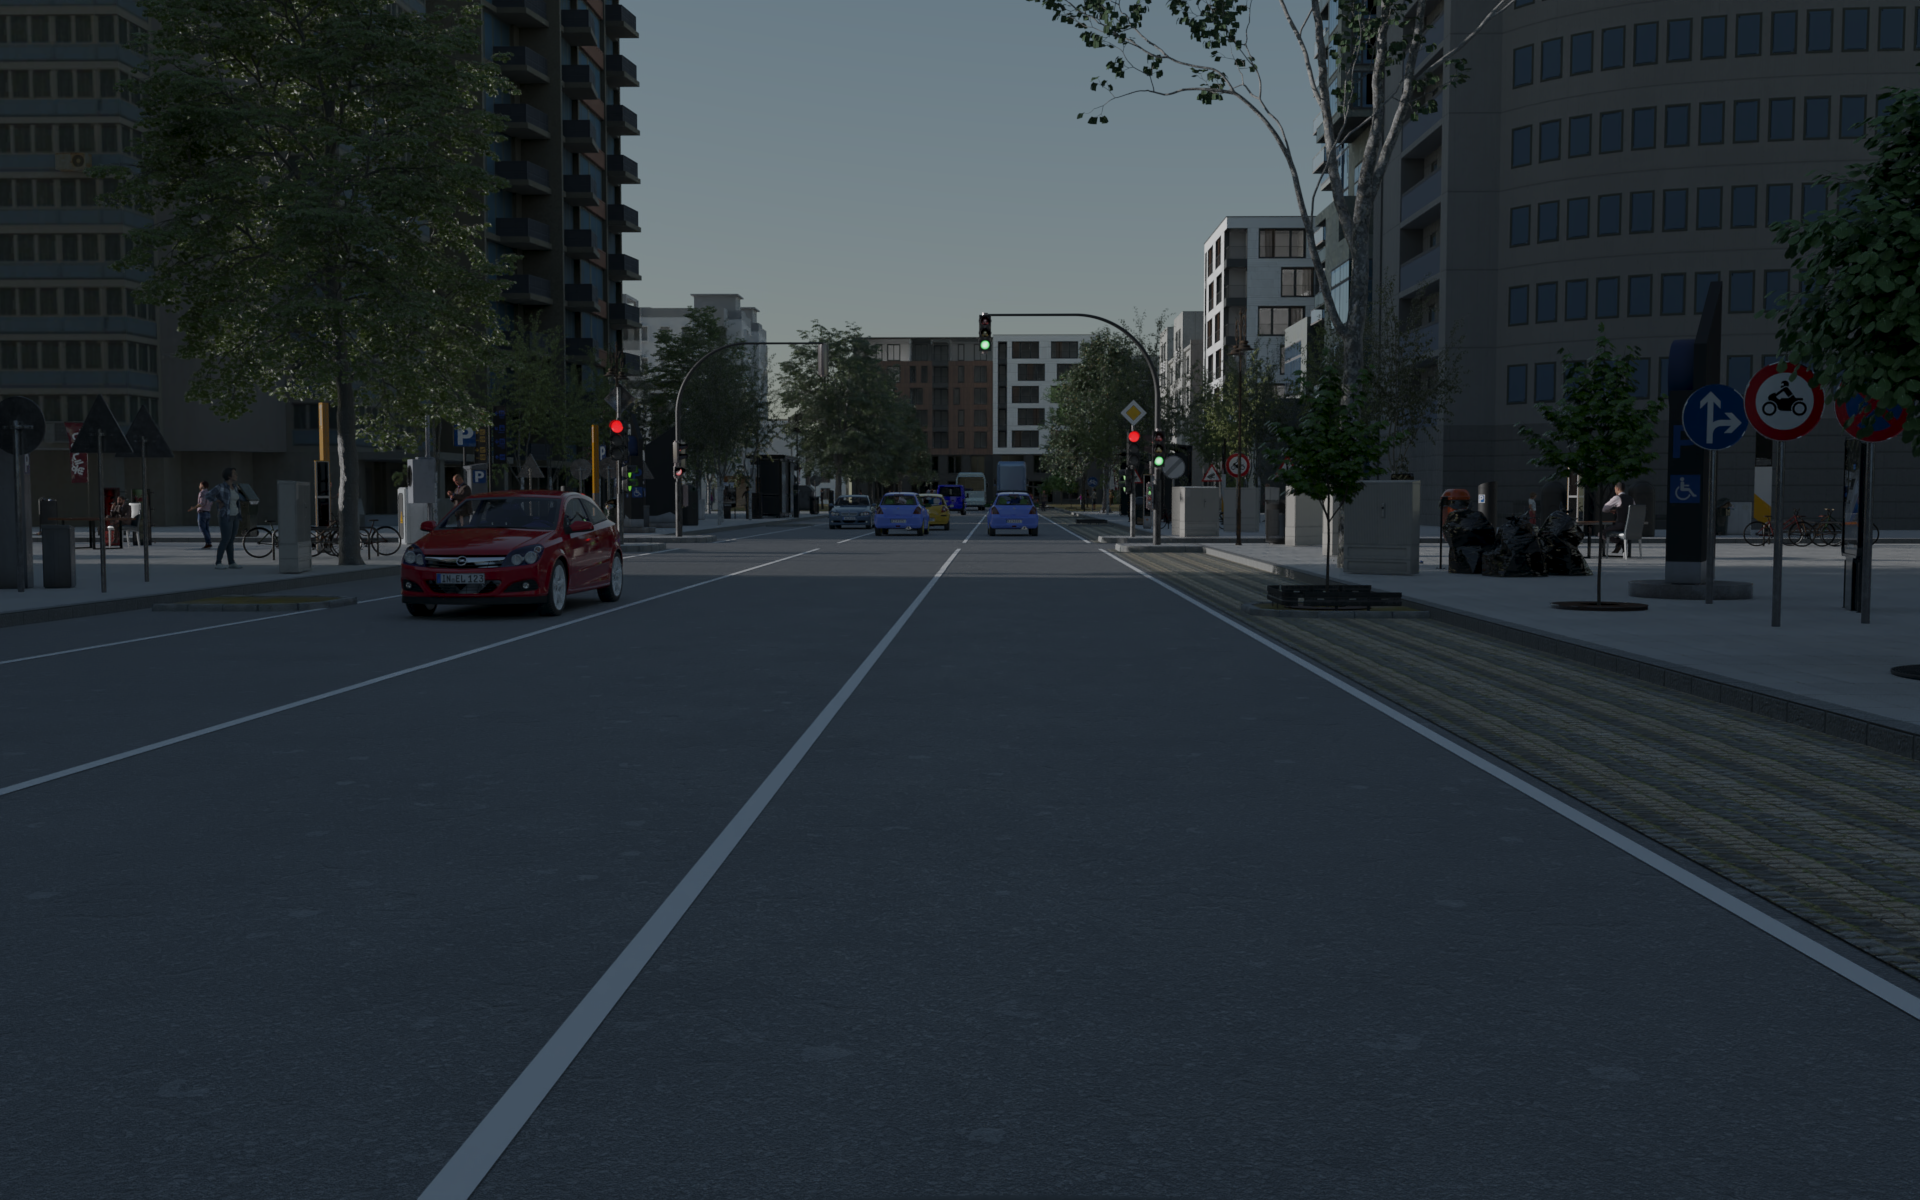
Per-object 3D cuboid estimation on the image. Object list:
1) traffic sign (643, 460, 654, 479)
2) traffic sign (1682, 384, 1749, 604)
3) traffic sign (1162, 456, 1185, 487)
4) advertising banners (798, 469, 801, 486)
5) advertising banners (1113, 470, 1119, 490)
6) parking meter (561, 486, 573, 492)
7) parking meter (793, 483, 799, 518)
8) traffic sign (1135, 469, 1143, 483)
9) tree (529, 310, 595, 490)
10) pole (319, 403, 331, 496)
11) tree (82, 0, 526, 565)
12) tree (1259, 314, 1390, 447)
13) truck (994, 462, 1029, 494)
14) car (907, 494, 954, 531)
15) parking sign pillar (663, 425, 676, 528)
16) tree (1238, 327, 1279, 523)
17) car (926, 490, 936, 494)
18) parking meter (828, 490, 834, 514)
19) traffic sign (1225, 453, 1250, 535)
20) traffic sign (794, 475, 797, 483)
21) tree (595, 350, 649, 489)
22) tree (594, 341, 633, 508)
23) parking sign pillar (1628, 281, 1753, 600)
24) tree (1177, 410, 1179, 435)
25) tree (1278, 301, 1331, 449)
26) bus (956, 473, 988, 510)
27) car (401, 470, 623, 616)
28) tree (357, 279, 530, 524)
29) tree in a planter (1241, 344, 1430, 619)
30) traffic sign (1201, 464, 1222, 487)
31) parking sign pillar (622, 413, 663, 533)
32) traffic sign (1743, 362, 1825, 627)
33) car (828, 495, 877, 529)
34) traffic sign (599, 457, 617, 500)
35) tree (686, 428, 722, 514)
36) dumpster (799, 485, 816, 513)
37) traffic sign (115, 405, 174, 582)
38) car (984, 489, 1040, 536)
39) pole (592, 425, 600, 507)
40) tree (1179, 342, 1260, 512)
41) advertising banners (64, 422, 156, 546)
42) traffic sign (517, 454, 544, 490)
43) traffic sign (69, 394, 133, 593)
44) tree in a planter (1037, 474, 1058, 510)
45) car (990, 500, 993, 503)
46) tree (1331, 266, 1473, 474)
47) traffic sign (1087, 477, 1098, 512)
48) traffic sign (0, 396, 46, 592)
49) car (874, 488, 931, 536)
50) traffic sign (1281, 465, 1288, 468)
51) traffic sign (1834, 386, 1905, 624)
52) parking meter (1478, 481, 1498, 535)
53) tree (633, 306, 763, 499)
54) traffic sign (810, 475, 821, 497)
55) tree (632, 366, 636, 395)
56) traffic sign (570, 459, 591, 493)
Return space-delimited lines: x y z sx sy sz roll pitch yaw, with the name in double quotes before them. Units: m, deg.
"traffic sign" -11.203 -3.725 60.907 0.884 2.594 0.081 0 4 3
"traffic sign" 8.753 -1.226 20.159 0.768 2.556 0.104 0 4 2
"traffic sign" 7.127 -3.531 57.842 0.768 2.556 0.104 1 4 11
"advertising banners" -11.103 -7.417 117.459 0.090 3.025 2.074 1 4 12
"advertising banners" 11.840 -7.806 123.812 2.074 3.025 0.090 2 4 35
"parking meter" -12.463 -2.846 54.946 0.372 1.533 0.369 0 3 0
"parking meter" -8.874 -5.390 93.838 0.255 1.863 0.399 0 4 6
"traffic sign" 8.583 -5.220 85.352 0.884 2.594 0.081 0 4 3
"tree" -17.627 -7.260 69.063 4.737 8.622 4.395 0 3 0
"pole" -14.199 -2.746 38.740 0.158 3.312 0.155 0 3 0
"tree" -11.361 -6.887 30.726 7.486 12.596 7.792 0 3 0
"tree" 15.551 -7.409 71.507 4.737 8.622 4.395 0 3 0
"truck" 4.172 -9.017 137.187 2.967 4.110 18.799 0 4 1
"car" -1.256 -3.621 69.421 2.015 1.641 3.980 0 3 0
"parking sign pillar" -11.324 -4.725 65.722 1.447 3.967 1.447 -1 4 -19
"tree" 13.571 -7.757 77.186 4.360 8.622 3.978 0 3 0
"car" -2.298 -9.083 157.175 2.281 1.827 5.304 0 4 1
"parking meter" -8.428 -6.419 113.355 0.372 1.533 0.369 0 3 0
"traffic sign" 8.605 -3.278 53.694 0.768 2.556 0.104 0 4 4
"traffic sign" -10.429 -6.517 106.651 0.768 2.556 0.104 1 4 10
"tree" -16.803 -8.486 89.103 4.360 8.622 3.978 0 3 0
"tree" -17.945 -7.727 76.693 4.737 8.622 4.395 0 3 0
"parking sign pillar" 9.127 -2.023 21.540 1.447 3.967 1.447 2 4 30
"tree" 14.316 -9.032 98.029 4.737 8.622 4.395 0 3 0
"tree" 14.284 -6.923 63.556 4.360 8.622 3.978 0 3 0
"bus" 1.045 -9.759 154.412 2.948 3.499 13.247 0 4 1
"car" -5.514 -0.771 21.654 2.155 1.783 4.494 0 4 3
"tree" -17.986 -6.614 58.506 4.737 8.622 4.395 0 3 0
"tree in a planter" 4.417 -1.436 20.704 1.991 3.239 1.994 0 4 1
"traffic sign" 10.796 -4.546 74.335 0.884 2.594 0.081 0 4 3
"parking sign pillar" -10.826 -4.213 57.357 1.447 3.967 1.447 -1 4 -22
"traffic sign" 7.901 -1.014 16.693 0.768 2.556 0.104 0 4 3
"car" -4.431 -3.677 72.120 2.014 1.417 4.499 0 4 1
"traffic sign" -12.087 -3.637 59.569 0.768 2.556 0.104 1 4 9
"tree" -16.449 -9.948 113.017 4.737 8.622 4.395 0 3 0
"dumpster" -10.092 -6.522 112.400 1.264 1.857 1.865 0 4 2
"traffic sign" -11.882 -1.543 25.236 0.884 2.594 0.081 0 4 3
"car" 1.814 -3.094 60.174 1.945 1.707 3.694 0 4 -1
"pole" -10.757 -3.506 51.160 0.158 3.312 0.155 0 3 0
"tree" 13.533 -8.138 83.421 4.737 8.622 4.395 0 3 0
"advertising banners" -20.921 -2.842 42.650 0.090 3.025 2.074 3 5 43
"traffic sign" -13.836 -3.414 55.818 0.884 2.594 0.081 0 4 4
"traffic sign" -11.138 -1.374 22.463 0.884 2.594 0.081 0 4 7
"tree in a planter" 7.700 -9.610 154.350 1.991 3.239 1.994 0 4 1
"car" 2.534 -4.889 89.522 1.945 1.707 3.694 0 4 1
"tree" 14.520 -6.513 56.844 4.360 8.622 3.978 0 3 0
"traffic sign" 9.701 -7.749 126.794 0.768 2.556 0.104 0 4 6
"traffic sign" -12.274 -1.374 22.566 0.768 2.556 0.104 0 4 5
"car" -2.000 -3.112 60.480 1.945 1.707 3.694 0 4 3
"traffic sign" 10.920 -3.537 57.833 0.884 2.594 0.081 1 4 10
"traffic sign" 8.973 -1.039 17.086 0.768 2.556 0.104 0 4 5
"parking meter" 10.543 -1.604 34.632 0.372 1.533 0.369 0 3 0
"tree" -15.724 -11.373 104.078 7.486 12.596 7.792 0 3 0
"traffic sign" -9.769 -7.145 116.923 0.768 2.556 0.104 0 4 5
"tree" -17.517 -8.109 82.941 4.737 8.622 4.395 0 3 0
"traffic sign" -13.646 -3.806 62.341 0.768 2.556 0.104 0 4 2
